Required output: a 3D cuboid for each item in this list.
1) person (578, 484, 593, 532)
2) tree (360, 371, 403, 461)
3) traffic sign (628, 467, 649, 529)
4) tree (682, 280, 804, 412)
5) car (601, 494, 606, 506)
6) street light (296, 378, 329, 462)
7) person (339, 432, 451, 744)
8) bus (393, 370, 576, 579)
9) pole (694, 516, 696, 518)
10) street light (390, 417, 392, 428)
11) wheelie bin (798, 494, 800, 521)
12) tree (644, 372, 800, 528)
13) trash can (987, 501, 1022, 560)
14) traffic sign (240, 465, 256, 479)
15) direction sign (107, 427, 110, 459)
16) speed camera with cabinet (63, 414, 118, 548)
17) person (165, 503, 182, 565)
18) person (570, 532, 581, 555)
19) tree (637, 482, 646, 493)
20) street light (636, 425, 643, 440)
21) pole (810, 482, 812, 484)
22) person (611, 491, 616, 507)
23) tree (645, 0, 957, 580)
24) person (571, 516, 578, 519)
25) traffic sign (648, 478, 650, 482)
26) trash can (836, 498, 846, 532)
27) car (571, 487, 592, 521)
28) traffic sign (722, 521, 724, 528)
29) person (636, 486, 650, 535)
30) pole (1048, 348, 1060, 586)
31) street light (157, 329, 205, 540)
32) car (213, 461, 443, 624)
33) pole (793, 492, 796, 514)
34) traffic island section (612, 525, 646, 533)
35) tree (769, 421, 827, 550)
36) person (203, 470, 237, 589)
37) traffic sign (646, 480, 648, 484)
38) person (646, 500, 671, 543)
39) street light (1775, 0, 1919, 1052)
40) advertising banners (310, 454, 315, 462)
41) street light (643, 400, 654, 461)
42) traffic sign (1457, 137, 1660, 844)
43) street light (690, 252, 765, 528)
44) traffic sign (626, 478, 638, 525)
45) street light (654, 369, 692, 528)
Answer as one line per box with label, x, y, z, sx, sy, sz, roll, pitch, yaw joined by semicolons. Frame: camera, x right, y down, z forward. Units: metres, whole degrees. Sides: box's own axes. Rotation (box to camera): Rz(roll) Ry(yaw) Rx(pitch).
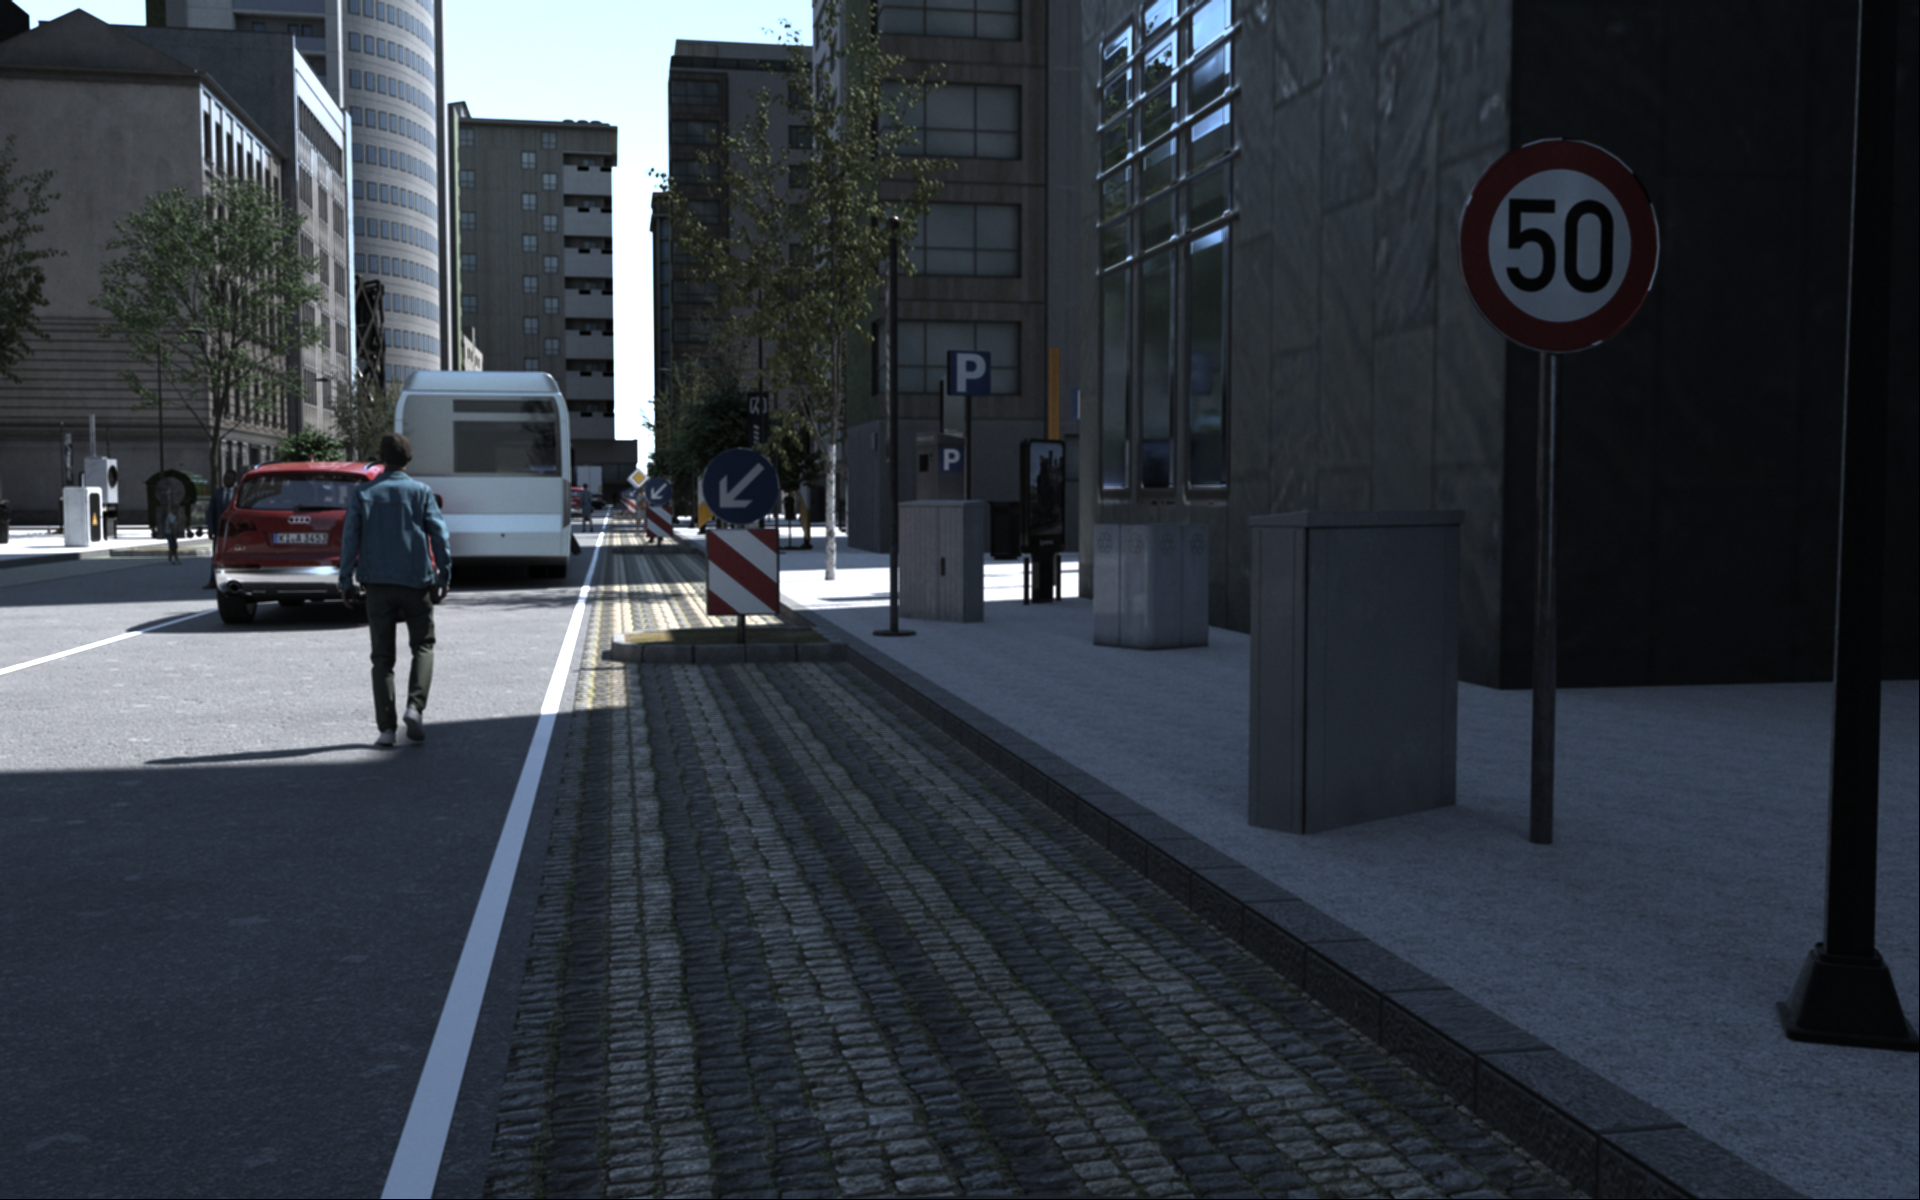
person;-13.963;-3.436;64.695;0.581;1.822;0.654;-2;4;-34
tree;-34.326;-9.399;104.034;4.737;8.622;4.395;0;3;0
traffic sign;-11.933;-3.715;64.385;0.795;2.450;0.064;-1;4;-11
tree;-7.711;-6.732;60.429;4.360;8.622;3.978;0;3;0
car;-43.089;-12.024;205.259;2.281;1.827;5.304;-1;4;-10
street light;-26.032;-5.934;69.557;1.470;5.913;1.316;-1;4;-11
person;-3.217;-0.064;9.888;0.601;1.785;0.444;-1;4;-14
bus;-8.635;-2.295;32.377;2.948;3.499;13.247;-1;4;-13
pole;-13.281;-5.701;87.051;0.158;3.312;0.155;0;3;0
street light;-32.046;-7.757;99.365;1.470;5.913;1.316;-1;4;-11
wheelie bin;-7.222;-4.550;82.295;0.693;1.594;0.980;3;5;44
tree;-6.265;-3.867;46.935;4.285;4.588;4.351;0;3;0
trash can;0.898;-1.359;33.868;0.748;1.137;0.748;0;3;0
traffic sign;-25.259;-3.639;61.628;0.606;2.300;0.079;-1;4;-11
direction sign;-28.886;-4.087;58.818;0.379;3.537;0.876;-2;4;-23
speed camera with cabinet;-21.303;-2.943;42.449;0.660;3.252;2.038;0;4;-6
person;-15.996;-1.348;35.224;0.352;1.250;0.332;1;4;11
person;-9.636;-1.946;40.528;1.509;1.804;0.699;-2;4;-23
tree;-34.704;-11.879;188.829;1.663;3.219;1.824;0;3;0
street light;-20.805;-8.784;116.160;1.470;5.913;1.316;-1;4;-11
pole;-7.616;-5.789;88.498;0.158;3.312;0.155;0;3;0
person;-38.418;-11.175;192.029;0.721;1.723;1.217;1;4;12
tree;-2.152;-4.606;25.667;4.737;8.622;4.395;0;3;0
person;-22.168;-5.574;99.842;0.606;1.804;0.583;-3;5;-40
traffic sign;-22.269;-7.681;125.689;0.768;2.556;0.104;0;4;-2
trash can;-3.785;-2.857;58.359;0.748;1.137;0.748;0;3;0
car;-20.959;-5.172;93.232;2.281;1.827;5.304;-1;4;-13
traffic sign;-7.360;-3.278;53.705;0.768;2.556;0.104;0;4;-3
person;-10.935;-3.071;59.716;0.512;1.701;0.522;-1;4;-11
pole;1.311;-1.860;24.249;0.158;3.312;0.155;0;3;0
street light;-21.949;-4.666;48.836;1.470;5.913;1.316;-1;4;-11
car;-7.469;-0.744;20.833;2.281;1.827;5.304;-1;4;-11
pole;-10.502;-7.088;109.735;0.158;3.312;0.155;0;3;0
traffic island section;-11.912;-2.580;64.466;2.009;0.180;2.903;-1;4;-11
tree;-3.823;-2.784;40.122;1.663;3.219;1.824;0;3;0
person;-11.167;-1.082;26.378;0.721;1.800;0.419;-2;4;-23
traffic sign;-24.424;-8.368;136.927;0.768;2.556;0.104;0;4;-7
person;-8.718;-2.529;50.039;0.721;1.800;0.419;0;4;6
street light;1.590;-1.916;3.870;1.470;5.913;1.316;-1;4;-11
advertising banners;-28.303;-4.817;74.944;0.090;3.025;2.074;0;4;2
street light;-14.860;-6.943;86.058;1.470;5.913;1.316;-1;4;-11
traffic sign;2.142;-0.379;6.303;0.768;2.556;0.104;0;4;-8
street light;-4.399;-3.732;33.556;1.470;5.913;1.316;-1;4;-11
traffic sign;-13.499;-4.194;72.215;0.795;2.450;0.064;-1;4;-11
street light;-10.518;-5.623;64.479;1.470;5.913;1.316;-1;4;-11
